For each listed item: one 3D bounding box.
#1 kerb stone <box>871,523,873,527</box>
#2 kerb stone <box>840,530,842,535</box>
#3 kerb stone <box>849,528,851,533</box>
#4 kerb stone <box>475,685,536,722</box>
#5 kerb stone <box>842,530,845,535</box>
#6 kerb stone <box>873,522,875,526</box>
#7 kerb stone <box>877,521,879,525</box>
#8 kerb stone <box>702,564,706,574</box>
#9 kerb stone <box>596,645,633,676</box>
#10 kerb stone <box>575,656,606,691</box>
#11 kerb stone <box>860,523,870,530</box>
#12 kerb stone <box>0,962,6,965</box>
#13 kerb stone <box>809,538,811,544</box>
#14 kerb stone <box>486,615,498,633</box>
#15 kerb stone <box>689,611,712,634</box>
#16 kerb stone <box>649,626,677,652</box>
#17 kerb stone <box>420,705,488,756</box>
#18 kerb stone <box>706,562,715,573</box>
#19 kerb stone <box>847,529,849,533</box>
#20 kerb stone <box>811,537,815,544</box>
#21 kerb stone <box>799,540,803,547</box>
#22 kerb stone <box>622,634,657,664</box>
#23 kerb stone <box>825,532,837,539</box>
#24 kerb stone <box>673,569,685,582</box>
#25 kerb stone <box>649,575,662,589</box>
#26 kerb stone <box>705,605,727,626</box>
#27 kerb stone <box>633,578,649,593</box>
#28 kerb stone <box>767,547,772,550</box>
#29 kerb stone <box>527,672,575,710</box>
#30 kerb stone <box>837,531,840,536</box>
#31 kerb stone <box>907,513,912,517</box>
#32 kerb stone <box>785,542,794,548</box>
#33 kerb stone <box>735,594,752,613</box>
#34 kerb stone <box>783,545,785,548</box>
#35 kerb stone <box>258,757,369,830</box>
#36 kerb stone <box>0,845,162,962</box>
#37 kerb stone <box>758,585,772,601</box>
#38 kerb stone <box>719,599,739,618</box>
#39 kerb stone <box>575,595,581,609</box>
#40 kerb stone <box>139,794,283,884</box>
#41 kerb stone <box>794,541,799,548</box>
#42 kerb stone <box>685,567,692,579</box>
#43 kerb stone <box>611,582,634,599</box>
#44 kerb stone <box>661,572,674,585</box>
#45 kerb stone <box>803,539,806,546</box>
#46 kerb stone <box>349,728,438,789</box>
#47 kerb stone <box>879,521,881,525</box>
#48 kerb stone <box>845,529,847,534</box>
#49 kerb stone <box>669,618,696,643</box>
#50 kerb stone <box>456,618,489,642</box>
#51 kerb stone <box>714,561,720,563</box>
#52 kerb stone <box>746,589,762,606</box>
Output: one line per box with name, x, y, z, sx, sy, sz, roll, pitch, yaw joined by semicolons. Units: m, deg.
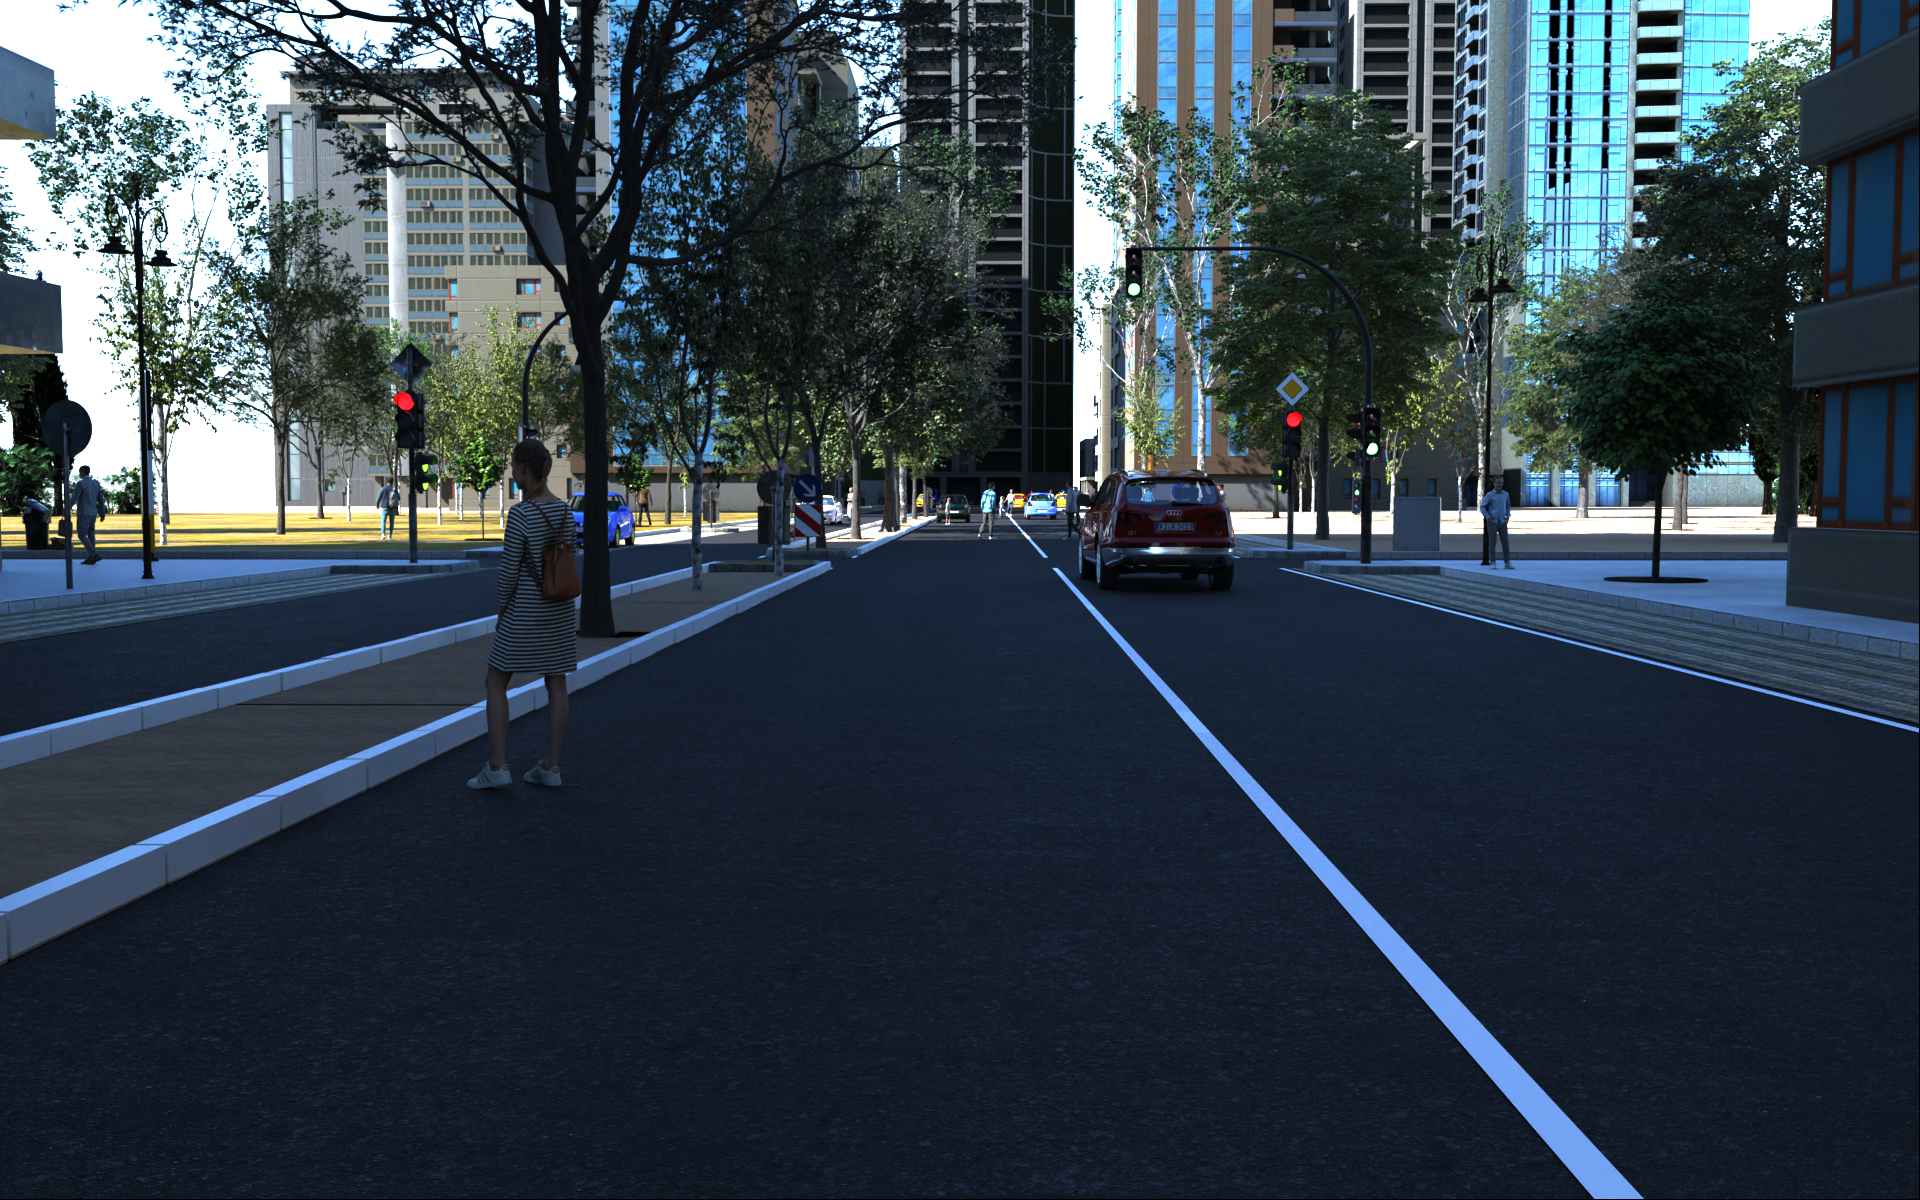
kerb stone;-3.921;-3.173;74.067;0.120;0.150;1.000;0;4;1
kerb stone;-4.187;-2.229;58.680;0.120;0.150;1.000;0;4;1
kerb stone;-4.117;-2.482;62.779;0.120;0.150;1.000;0;4;1
kerb stone;-2.890;0.687;10.957;0.120;0.150;1.000;0;4;1
kerb stone;-4.161;-2.294;59.701;0.120;0.150;1.000;0;4;1
kerb stone;-3.906;-3.235;75.089;0.120;0.150;1.000;0;4;1
kerb stone;-3.861;-3.414;78.159;0.120;0.150;1.000;0;4;1
kerb stone;-4.659;-0.504;30.437;0.120;0.150;1.000;0;4;1
kerb stone;-2.836;0.502;14.030;0.120;0.150;1.000;0;4;1
kerb stone;-2.849;0.562;13.005;0.120;0.150;1.000;0;4;1
kerb stone;-3.958;-3.046;72.012;0.120;0.150;1.000;0;4;1
kerb stone;-2.986;1.064;4.803;0.120;0.150;1.000;0;4;1
kerb stone;-4.355;-1.603;48.440;0.120;0.150;1.000;0;4;1
kerb stone;-4.866;0.248;18.144;0.120;0.150;1.000;0;4;1
kerb stone;-2.759;0.251;18.123;0.120;0.150;1.000;0;4;1
kerb stone;-2.801;0.374;16.078;0.120;0.150;1.000;0;4;1
kerb stone;-2.904;0.752;9.924;0.120;0.150;1.000;0;4;1
kerb stone;-4.637;-0.567;31.459;0.120;0.150;1.000;0;4;1
kerb stone;-4.133;-2.419;61.755;0.120;0.150;1.000;0;4;1
kerb stone;-4.331;-1.668;49.461;0.120;0.150;1.000;0;4;1
kerb stone;-4.391;-1.478;46.395;0.120;0.150;1.000;0;4;1
kerb stone;-2.813;0.437;15.051;0.120;0.150;1.000;0;4;1
kerb stone;-4.220;-2.103;56.632;0.120;0.150;1.000;0;4;1
kerb stone;-4.696;-0.379;28.385;0.120;0.150;1.000;0;4;1
kerb stone;-4.728;-0.254;26.341;0.120;0.150;1.000;0;4;1
kerb stone;-2.746;0.187;19.145;0.120;0.150;1.000;0;4;1
kerb stone;-4.744;-0.191;25.319;0.120;0.150;1.000;0;4;1
kerb stone;-4.475;-1.167;41.274;0.120;0.150;1.000;0;4;1
kerb stone;-2.863;0.630;11.979;0.120;0.150;1.000;0;4;1
kerb stone;-4.198;-2.169;57.654;0.120;0.150;1.000;0;4;1
kerb stone;-3.250;-5.615;114.003;0.120;0.150;1.000;0;4;1
kerb stone;-4.419;-1.355;44.344;0.120;0.150;1.000;0;4;1
kerb stone;-2.707;0.063;21.192;0.120;0.150;1.000;0;4;1
kerb stone;-4.458;-1.229;42.296;0.120;0.150;1.000;0;4;1
kerb stone;-2.937;0.876;7.873;0.120;0.150;1.000;0;4;1
kerb stone;-2.972;1.001;5.829;0.120;0.150;1.000;0;4;1
kerb stone;-2.682;-0.064;23.236;0.120;0.150;1.000;0;4;1
kerb stone;-2.733;0.124;20.168;0.120;0.150;1.000;0;4;1
kerb stone;-4.800;-0.003;22.246;0.120;0.150;1.000;0;4;1
kerb stone;-2.954;0.939;6.851;0.120;0.150;1.000;0;4;1
kerb stone;-4.406;-1.414;45.373;0.120;0.150;1.000;0;4;1
kerb stone;-4.677;-0.441;29.407;0.120;0.150;1.000;0;4;1
kerb stone;-4.776;-0.127;24.293;0.120;0.150;1.000;0;4;1
kerb stone;-4.712;-0.316;27.363;0.120;0.150;1.000;0;4;1
kerb stone;-4.371;-1.543;47.417;0.120;0.150;1.000;0;4;1
kerb stone;-2.918;0.813;8.902;0.120;0.150;1.000;0;4;1
kerb stone;-3.837;-3.485;79.181;0.120;0.150;1.000;0;4;1
kerb stone;-4.149;-2.357;60.728;0.120;0.150;1.000;0;4;1
kerb stone;-2.777;0.313;17.099;0.120;0.150;1.000;0;4;1
kerb stone;-4.883;0.310;17.123;0.120;0.150;1.000;0;4;1
kerb stone;-4.624;-0.629;32.485;0.120;0.150;1.000;0;4;1
kerb stone;-2.696;-0.001;22.214;0.120;0.150;1.000;0;4;1
